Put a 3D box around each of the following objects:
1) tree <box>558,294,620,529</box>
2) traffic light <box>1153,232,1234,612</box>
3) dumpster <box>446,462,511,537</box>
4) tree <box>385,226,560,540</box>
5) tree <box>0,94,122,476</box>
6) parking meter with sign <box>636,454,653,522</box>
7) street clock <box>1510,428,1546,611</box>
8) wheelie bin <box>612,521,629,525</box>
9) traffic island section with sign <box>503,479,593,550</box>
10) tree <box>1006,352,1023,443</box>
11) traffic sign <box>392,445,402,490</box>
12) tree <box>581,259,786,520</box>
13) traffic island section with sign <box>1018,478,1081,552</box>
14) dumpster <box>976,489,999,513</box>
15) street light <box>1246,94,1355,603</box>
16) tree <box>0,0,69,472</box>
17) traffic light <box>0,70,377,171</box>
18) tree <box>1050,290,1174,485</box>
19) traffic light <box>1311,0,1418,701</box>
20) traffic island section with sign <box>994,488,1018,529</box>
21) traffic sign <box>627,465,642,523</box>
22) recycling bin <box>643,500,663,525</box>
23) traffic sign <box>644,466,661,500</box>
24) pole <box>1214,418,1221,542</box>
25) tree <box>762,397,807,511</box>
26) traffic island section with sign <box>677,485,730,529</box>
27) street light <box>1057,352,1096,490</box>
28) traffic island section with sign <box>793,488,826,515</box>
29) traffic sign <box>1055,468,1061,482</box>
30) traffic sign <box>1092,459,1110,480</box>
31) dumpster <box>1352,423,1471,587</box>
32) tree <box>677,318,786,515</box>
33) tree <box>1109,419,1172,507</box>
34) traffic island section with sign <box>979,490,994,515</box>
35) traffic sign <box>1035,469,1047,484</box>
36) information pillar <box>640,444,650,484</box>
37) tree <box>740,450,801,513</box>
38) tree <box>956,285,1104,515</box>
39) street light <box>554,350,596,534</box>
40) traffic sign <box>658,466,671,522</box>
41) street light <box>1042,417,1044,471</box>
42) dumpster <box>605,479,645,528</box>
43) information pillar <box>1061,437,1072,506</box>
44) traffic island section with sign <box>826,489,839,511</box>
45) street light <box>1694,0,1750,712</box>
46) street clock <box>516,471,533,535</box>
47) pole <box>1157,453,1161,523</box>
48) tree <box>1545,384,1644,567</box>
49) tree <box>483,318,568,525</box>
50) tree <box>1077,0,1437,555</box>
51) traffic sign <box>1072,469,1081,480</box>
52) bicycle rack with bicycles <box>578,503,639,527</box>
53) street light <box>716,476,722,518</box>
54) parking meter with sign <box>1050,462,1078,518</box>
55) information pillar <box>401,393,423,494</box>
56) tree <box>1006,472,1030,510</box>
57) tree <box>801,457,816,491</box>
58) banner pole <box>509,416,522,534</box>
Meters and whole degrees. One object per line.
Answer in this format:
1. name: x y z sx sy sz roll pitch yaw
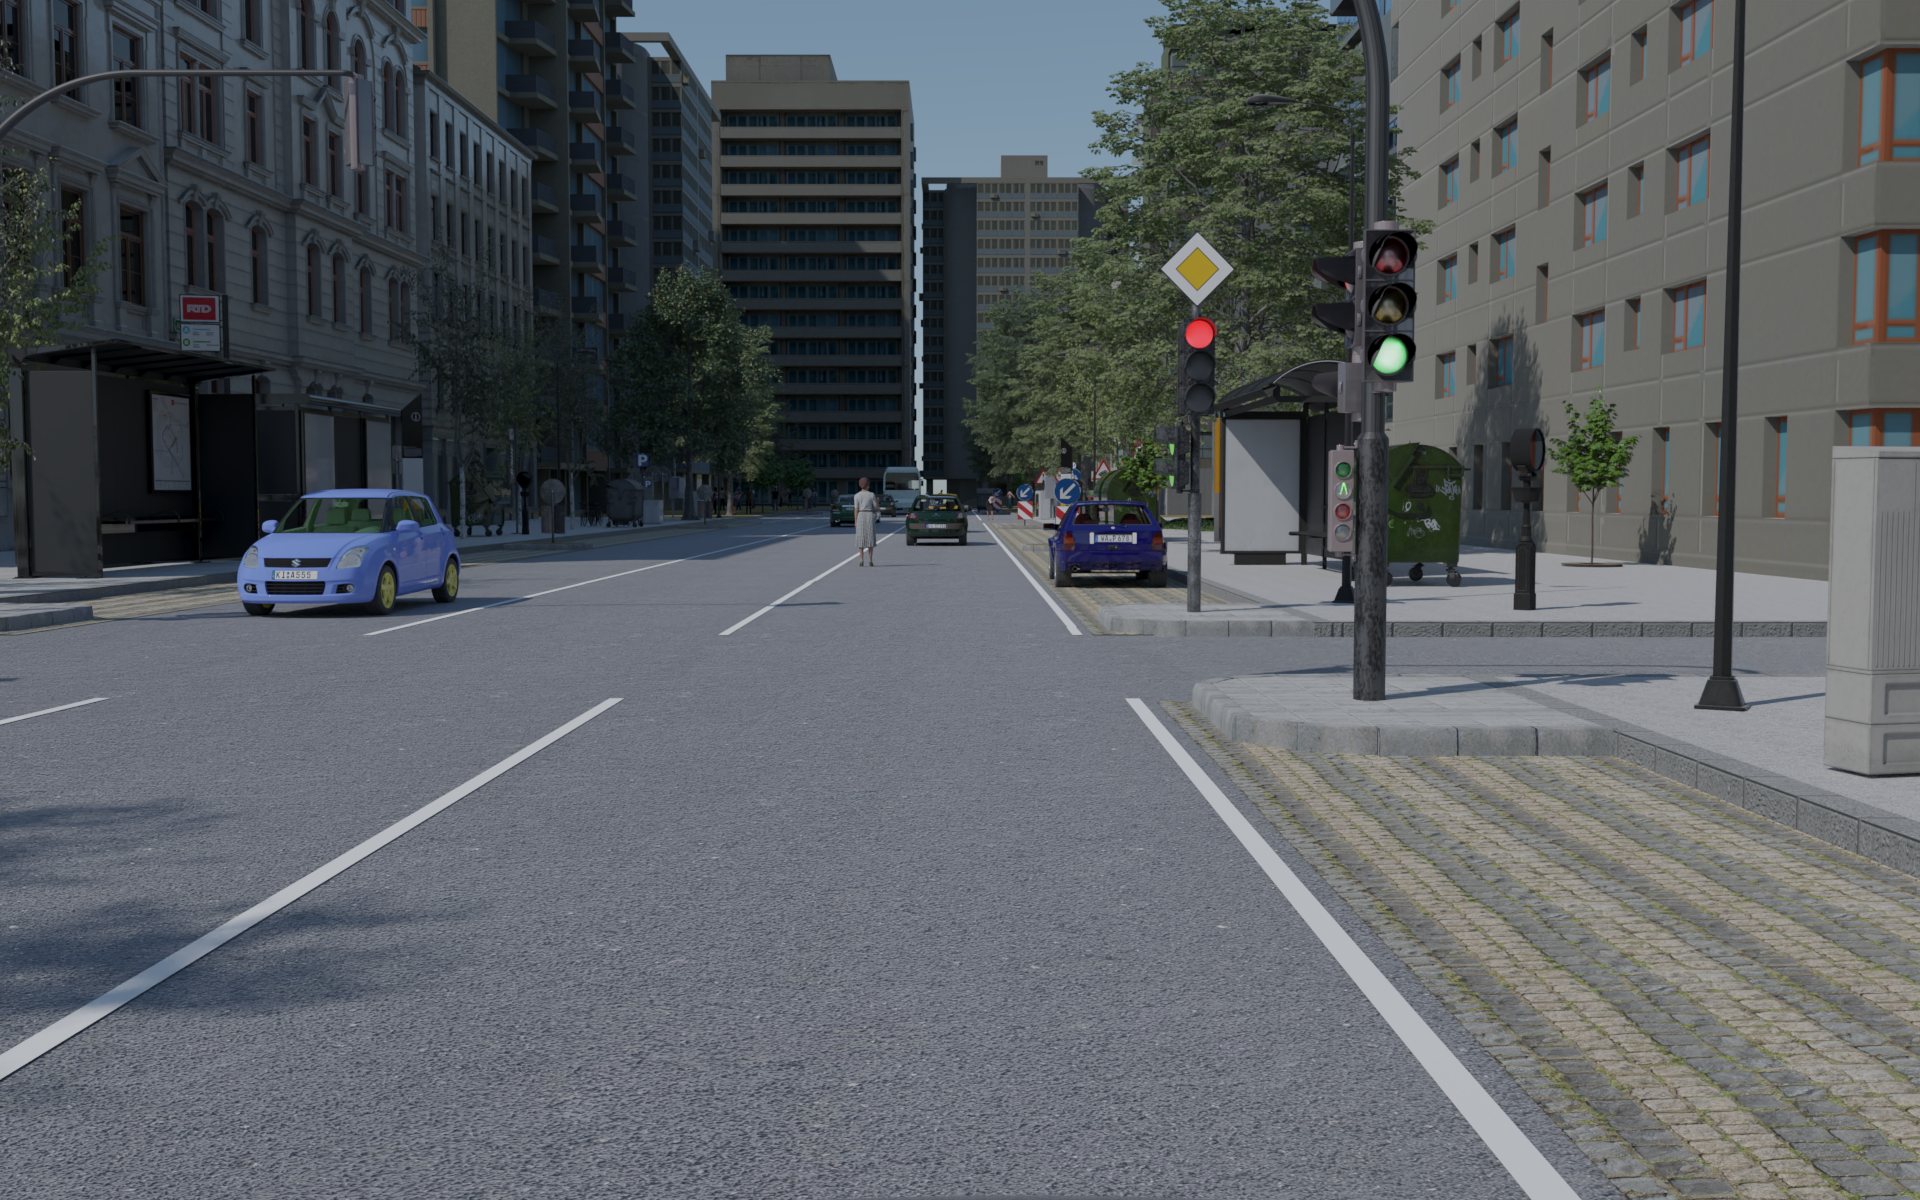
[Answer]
1. tree: -14.104 -6.845 62.285 4.360 8.622 3.978 0 3 0
2. traffic light: 2.526 -1.823 18.722 0.839 4.253 0.868 0 3 0
3. dumpster: -14.627 -3.064 52.595 1.502 2.255 1.985 0 3 0
4. tree: -13.766 -6.009 48.602 4.360 8.622 3.978 0 3 0
5. tree: -17.600 -4.921 30.826 4.737 8.622 4.395 0 3 0
6. parking meter with sign: -13.521 -4.792 74.609 0.543 3.016 1.738 -1 4 -20
7. street clock: 6.253 -0.890 19.120 0.358 2.002 0.471 3 5 39
8. wheelie bin: -14.072 -3.901 71.692 0.693 1.594 0.980 -2 4 -34
9. traffic island section with sign: -10.571 -2.205 44.673 1.989 1.847 2.006 0 3 0
10. tree: 5.955 -9.774 77.940 7.486 12.596 7.792 0 3 0
11. traffic sign: -14.646 -2.749 45.059 0.768 2.556 0.104 0 4 3
12. tree: -13.281 -10.251 84.610 9.611 12.733 9.660 0 3 0
13. traffic island section with sign: 2.557 -2.147 43.735 1.989 1.847 2.006 0 3 0
14. dumpster: 2.155 -7.665 133.538 1.865 1.857 1.264 0 4 1
15. street light: 4.028 -2.921 20.308 1.470 5.913 1.316 0 3 0
16. tree: -13.980 -4.454 23.192 4.360 8.622 3.978 0 3 0
17. traffic light: -8.744 -2.695 18.733 4.771 5.953 1.251 0 3 0
18. tree: 5.582 -6.807 61.651 4.737 8.622 4.395 0 3 0
19. traffic light: 0.440 -2.197 10.594 4.771 5.953 1.251 0 3 0
20. traffic island section with sign: 2.525 -3.809 70.900 1.989 1.847 2.006 0 3 0
21. traffic sign: -14.572 -4.752 77.698 0.884 2.594 0.081 0 4 1
22. recycling bin: -12.990 -3.718 73.336 0.722 1.027 0.722 0 4 3
23. traffic sign: -13.713 -4.719 77.259 0.768 2.556 0.104 1 4 8
24. pole: 6.942 -3.221 46.514 0.158 3.312 0.155 0 3 0
25. tree: -13.974 -11.132 132.363 4.360 8.622 3.978 0 3 0
26. traffic island section with sign: -10.588 -3.866 71.842 1.989 1.847 2.006 0 3 0
27. street light: 3.887 -5.162 56.944 1.470 5.913 1.316 0 3 0
28. traffic island section with sign: -10.630 -6.878 121.082 1.989 1.847 2.006 0 3 0
29. traffic sign: 4.999 -5.182 84.837 0.768 2.556 0.104 0 4 7
30. traffic sign: 5.386 -3.977 65.026 0.884 2.594 0.081 1 4 9
31. dumpster: 6.283 -1.354 24.635 1.502 2.255 1.985 0 3 0
32. tree: -14.067 -11.368 103.998 7.486 12.596 7.792 0 3 0
33. tree: 4.899 -3.026 44.075 1.663 3.219 1.824 0 3 0
34. traffic island section with sign: 2.493 -6.885 121.205 1.989 1.847 2.006 0 3 0
35. traffic sign: 4.385 -5.570 91.070 0.884 2.594 0.081 0 4 5
36. information pillar: -14.462 -5.392 79.509 0.504 3.616 0.183 0 4 -4
37. tree: -13.305 -8.121 116.500 4.285 4.588 4.351 0 3 0
38. tree: 4.714 -12.076 104.102 9.857 13.997 8.962 0 3 0
39. street light: -12.416 -5.098 55.887 1.470 5.913 1.316 0 3 0
40. traffic sign: -13.479 -4.798 78.549 0.768 2.556 0.104 1 4 9
41. street light: 3.969 -7.421 93.870 1.470 5.913 1.316 0 3 0
42. dumpster: -12.948 -3.737 66.860 1.264 1.857 1.865 0 3 0
43. information pillar: 4.356 -4.882 71.176 0.504 3.616 0.183 2 4 30
44. traffic island section with sign: -10.659 -8.527 148.037 1.989 1.847 2.006 0 3 0
45. street light: 4.026 -2.304 10.212 1.470 5.913 1.316 0 3 0
46. street clock: -13.746 -3.069 54.749 0.471 2.002 0.358 0 4 4
47. pole: 5.751 -3.469 50.557 0.158 3.312 0.155 0 3 0
48. tree: 11.258 -2.198 30.544 1.663 3.219 1.824 0 3 0
49. tree: -18.497 -7.487 72.779 4.737 8.622 4.395 0 3 0
50. tree: 6.216 -7.242 36.528 7.486 12.596 7.792 0 3 0
51. traffic sign: 5.744 -5.343 87.459 0.768 2.556 0.104 1 4 9
52. bicycle rack with bicycles: -14.187 -3.421 69.312 2.852 0.926 2.925 1 4 10
53. street light: -12.360 -7.338 92.524 1.470 5.913 1.316 0 3 0
54. parking meter with sign: 5.394 -5.900 92.727 1.738 3.016 0.543 -1 4 -18
55. information pillar: -12.671 -2.983 40.126 0.504 3.616 0.183 -3 4 -37
56. tree: 5.607 -9.868 155.950 1.663 3.219 1.824 0 3 0
57. tree: -12.960 -9.448 138.187 4.285 4.588 4.351 0 3 0
58. banner pole: -14.314 -4.009 55.567 0.401 3.779 0.863 0 4 6
